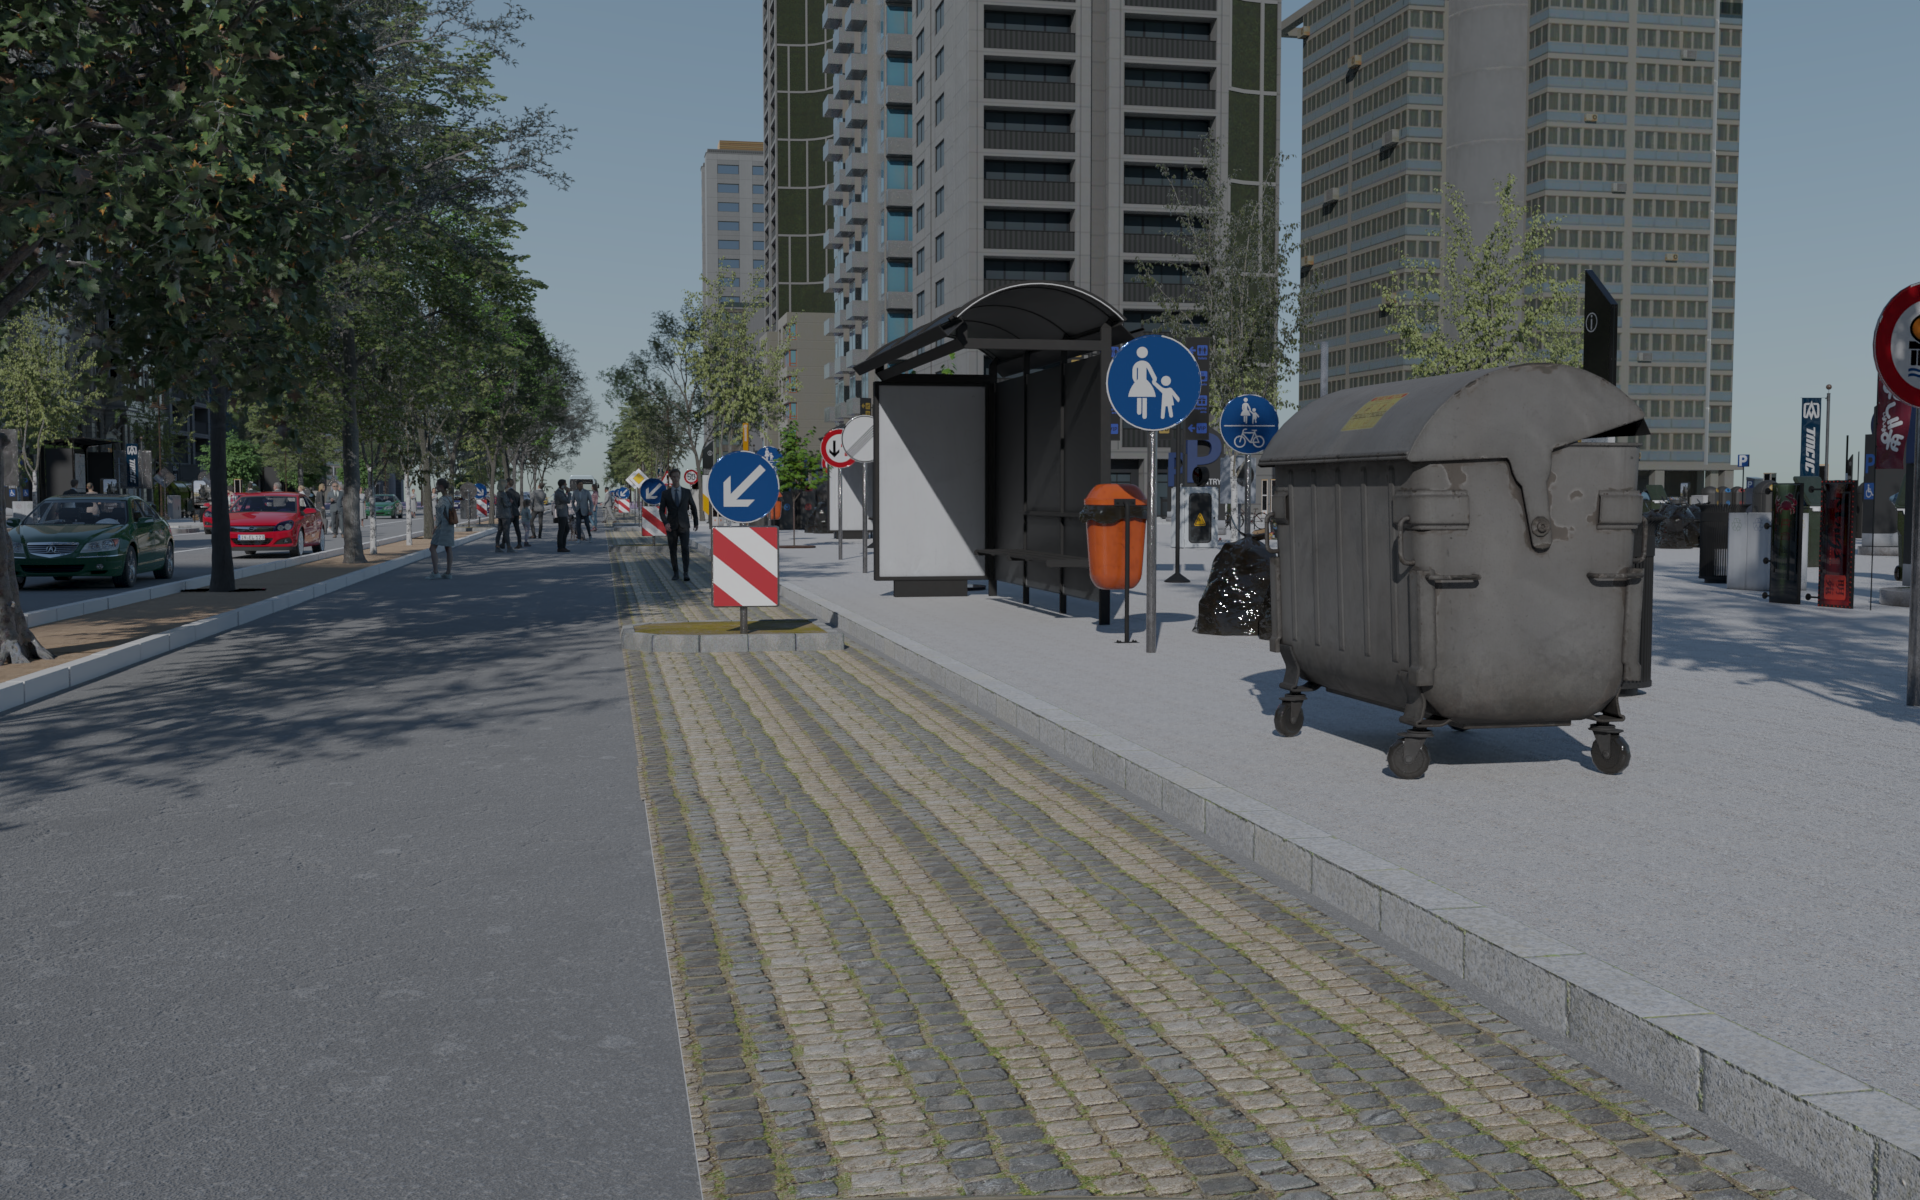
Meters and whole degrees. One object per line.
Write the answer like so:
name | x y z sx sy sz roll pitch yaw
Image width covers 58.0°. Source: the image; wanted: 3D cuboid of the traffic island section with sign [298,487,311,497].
traffic island section with sign | -35.745 -5.245 94.386 1.989 1.847 2.006 -1 4 -12

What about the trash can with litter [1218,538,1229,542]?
trash can with litter | 6.756 -2.240 47.682 1.678 1.210 2.233 1 4 10

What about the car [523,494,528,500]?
car | -67.972 -15.709 269.209 2.083 1.381 4.827 -1 4 -12

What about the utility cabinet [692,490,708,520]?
utility cabinet | -12.672 -4.704 85.586 1.173 1.500 0.318 1 4 23

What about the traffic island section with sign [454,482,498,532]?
traffic island section with sign | -18.935 -3.573 66.557 2.006 1.907 1.989 -1 4 -12

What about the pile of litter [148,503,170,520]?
pile of litter | -39.923 -4.412 86.095 1.176 0.858 1.719 -2 4 -30

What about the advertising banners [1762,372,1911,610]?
advertising banners | 9.878 -1.426 19.496 0.090 3.025 2.074 -1 4 -18

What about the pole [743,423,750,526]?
pole | -6.149 -3.426 49.857 0.158 3.312 0.155 0 3 0

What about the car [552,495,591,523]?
car | -19.509 -4.578 87.208 2.083 1.381 4.827 -1 4 -11

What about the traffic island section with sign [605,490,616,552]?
traffic island section with sign | -7.757 -2.111 43.142 1.989 1.847 2.006 -1 4 -12

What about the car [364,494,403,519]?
car | -33.522 -5.432 100.607 2.131 1.459 4.920 -1 4 -11

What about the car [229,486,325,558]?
car | -15.935 -1.898 40.076 2.155 1.783 4.494 -1 4 -11

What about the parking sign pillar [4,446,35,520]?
parking sign pillar | -50.609 -6.421 93.461 1.447 3.967 1.447 -1 4 -14

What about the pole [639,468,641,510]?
pole | -25.338 -8.741 136.753 0.158 3.312 0.155 0 3 0

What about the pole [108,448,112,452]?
pole | -37.846 -5.103 77.272 0.158 3.312 0.155 0 3 0

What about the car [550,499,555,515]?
car | -26.992 -6.494 118.537 2.083 1.381 4.827 -1 4 -12

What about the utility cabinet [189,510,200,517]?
utility cabinet | -41.921 -5.320 95.663 1.173 1.500 0.318 0 4 -3

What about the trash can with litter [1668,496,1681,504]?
trash can with litter | 26.982 -3.377 66.266 1.678 1.210 2.233 -3 5 -40

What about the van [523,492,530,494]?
van | -71.790 -17.101 286.617 2.013 2.044 4.112 -1 4 -12

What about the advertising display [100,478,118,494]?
advertising display | -34.789 -4.014 70.840 0.123 1.923 0.974 0 4 7

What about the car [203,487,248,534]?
car | -26.302 -3.307 63.102 2.155 1.783 4.494 -1 4 -12

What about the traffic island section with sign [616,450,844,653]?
traffic island section with sign | -2.229 -0.483 16.532 1.989 1.847 2.006 -1 4 -12

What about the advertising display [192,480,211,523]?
advertising display | -34.123 -4.461 78.151 0.974 1.923 0.123 -3 5 -43

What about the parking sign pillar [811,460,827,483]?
parking sign pillar | -9.112 -7.678 114.004 1.447 3.967 1.447 -1 4 -10

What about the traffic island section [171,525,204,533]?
traffic island section | -29.435 -2.560 64.143 2.009 0.180 2.903 -1 4 -12

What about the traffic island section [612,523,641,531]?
traffic island section | -14.127 -3.253 75.462 2.009 0.180 2.903 -1 4 -12

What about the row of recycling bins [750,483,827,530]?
row of recycling bins | -5.994 -3.370 62.217 3.534 1.692 1.069 -2 4 -32

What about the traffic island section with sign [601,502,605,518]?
traffic island section with sign | -18.888 -5.388 96.724 1.989 1.847 2.006 -1 4 -12

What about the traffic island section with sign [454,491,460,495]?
traffic island section with sign | -56.899 -11.474 196.226 1.989 1.847 2.006 -1 4 -12

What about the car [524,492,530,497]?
car | -70.462 -16.669 282.127 1.945 1.707 3.694 -1 4 -13

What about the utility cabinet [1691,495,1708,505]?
utility cabinet | 38.017 -4.765 89.074 0.306 1.237 1.020 -1 4 -10

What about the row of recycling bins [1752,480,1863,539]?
row of recycling bins | 25.087 -2.661 50.626 3.534 1.692 1.069 2 4 25

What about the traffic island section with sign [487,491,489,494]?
traffic island section with sign | -67.822 -14.692 248.844 1.989 1.847 2.006 -1 4 -12

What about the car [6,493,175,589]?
car | -13.920 -0.977 27.767 2.131 1.459 4.920 -1 4 -14

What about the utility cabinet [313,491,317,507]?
utility cabinet | -51.573 -7.915 138.088 1.173 1.500 0.318 1 4 18

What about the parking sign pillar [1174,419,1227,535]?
parking sign pillar | 7.659 -4.030 54.362 1.447 3.967 1.447 0 4 -4

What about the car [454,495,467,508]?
car | -44.306 -8.545 152.288 1.945 1.354 3.894 -1 4 -12

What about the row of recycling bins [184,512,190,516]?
row of recycling bins | -44.255 -5.770 101.455 1.069 1.692 3.534 0 4 7

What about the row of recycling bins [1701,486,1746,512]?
row of recycling bins | 40.277 -5.107 90.604 3.534 1.692 1.069 -1 4 -18

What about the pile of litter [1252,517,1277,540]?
pile of litter | 8.743 -2.147 49.066 1.719 0.858 1.176 -2 4 -32

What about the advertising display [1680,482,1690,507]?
advertising display | 39.700 -5.483 94.856 0.123 1.923 0.974 0 4 -2

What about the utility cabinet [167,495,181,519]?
utility cabinet | -40.540 -4.783 89.366 0.306 1.237 1.020 0 4 -2

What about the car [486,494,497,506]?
car | -56.507 -12.182 208.214 2.155 1.783 4.494 -1 4 -11

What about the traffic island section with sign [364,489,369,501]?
traffic island section with sign | -41.216 -6.860 120.782 1.989 1.847 2.006 -1 4 -12

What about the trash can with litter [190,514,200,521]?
trash can with litter | -36.757 -4.440 83.989 1.055 1.170 0.624 -2 4 -31

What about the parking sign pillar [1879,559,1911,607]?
parking sign pillar | 11.387 -1.916 19.803 1.447 3.967 1.447 0 4 0

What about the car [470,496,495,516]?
car | -31.289 -6.143 113.010 1.945 1.354 3.894 -1 4 -12

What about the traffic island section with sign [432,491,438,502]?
traffic island section with sign | -51.287 -9.823 169.226 1.989 1.847 2.006 -1 4 -12

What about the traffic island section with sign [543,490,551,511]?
traffic island section with sign | -35.729 -8.517 147.383 2.006 1.907 1.989 -1 4 -12

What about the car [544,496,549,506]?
car | -52.729 -12.704 217.929 2.015 1.641 3.980 -1 4 -10

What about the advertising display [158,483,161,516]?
advertising display | -41.061 -5.117 88.882 0.123 1.923 0.974 -2 4 -24

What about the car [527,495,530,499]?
car | -50.766 -11.920 206.889 2.014 1.417 4.499 -1 4 -12
